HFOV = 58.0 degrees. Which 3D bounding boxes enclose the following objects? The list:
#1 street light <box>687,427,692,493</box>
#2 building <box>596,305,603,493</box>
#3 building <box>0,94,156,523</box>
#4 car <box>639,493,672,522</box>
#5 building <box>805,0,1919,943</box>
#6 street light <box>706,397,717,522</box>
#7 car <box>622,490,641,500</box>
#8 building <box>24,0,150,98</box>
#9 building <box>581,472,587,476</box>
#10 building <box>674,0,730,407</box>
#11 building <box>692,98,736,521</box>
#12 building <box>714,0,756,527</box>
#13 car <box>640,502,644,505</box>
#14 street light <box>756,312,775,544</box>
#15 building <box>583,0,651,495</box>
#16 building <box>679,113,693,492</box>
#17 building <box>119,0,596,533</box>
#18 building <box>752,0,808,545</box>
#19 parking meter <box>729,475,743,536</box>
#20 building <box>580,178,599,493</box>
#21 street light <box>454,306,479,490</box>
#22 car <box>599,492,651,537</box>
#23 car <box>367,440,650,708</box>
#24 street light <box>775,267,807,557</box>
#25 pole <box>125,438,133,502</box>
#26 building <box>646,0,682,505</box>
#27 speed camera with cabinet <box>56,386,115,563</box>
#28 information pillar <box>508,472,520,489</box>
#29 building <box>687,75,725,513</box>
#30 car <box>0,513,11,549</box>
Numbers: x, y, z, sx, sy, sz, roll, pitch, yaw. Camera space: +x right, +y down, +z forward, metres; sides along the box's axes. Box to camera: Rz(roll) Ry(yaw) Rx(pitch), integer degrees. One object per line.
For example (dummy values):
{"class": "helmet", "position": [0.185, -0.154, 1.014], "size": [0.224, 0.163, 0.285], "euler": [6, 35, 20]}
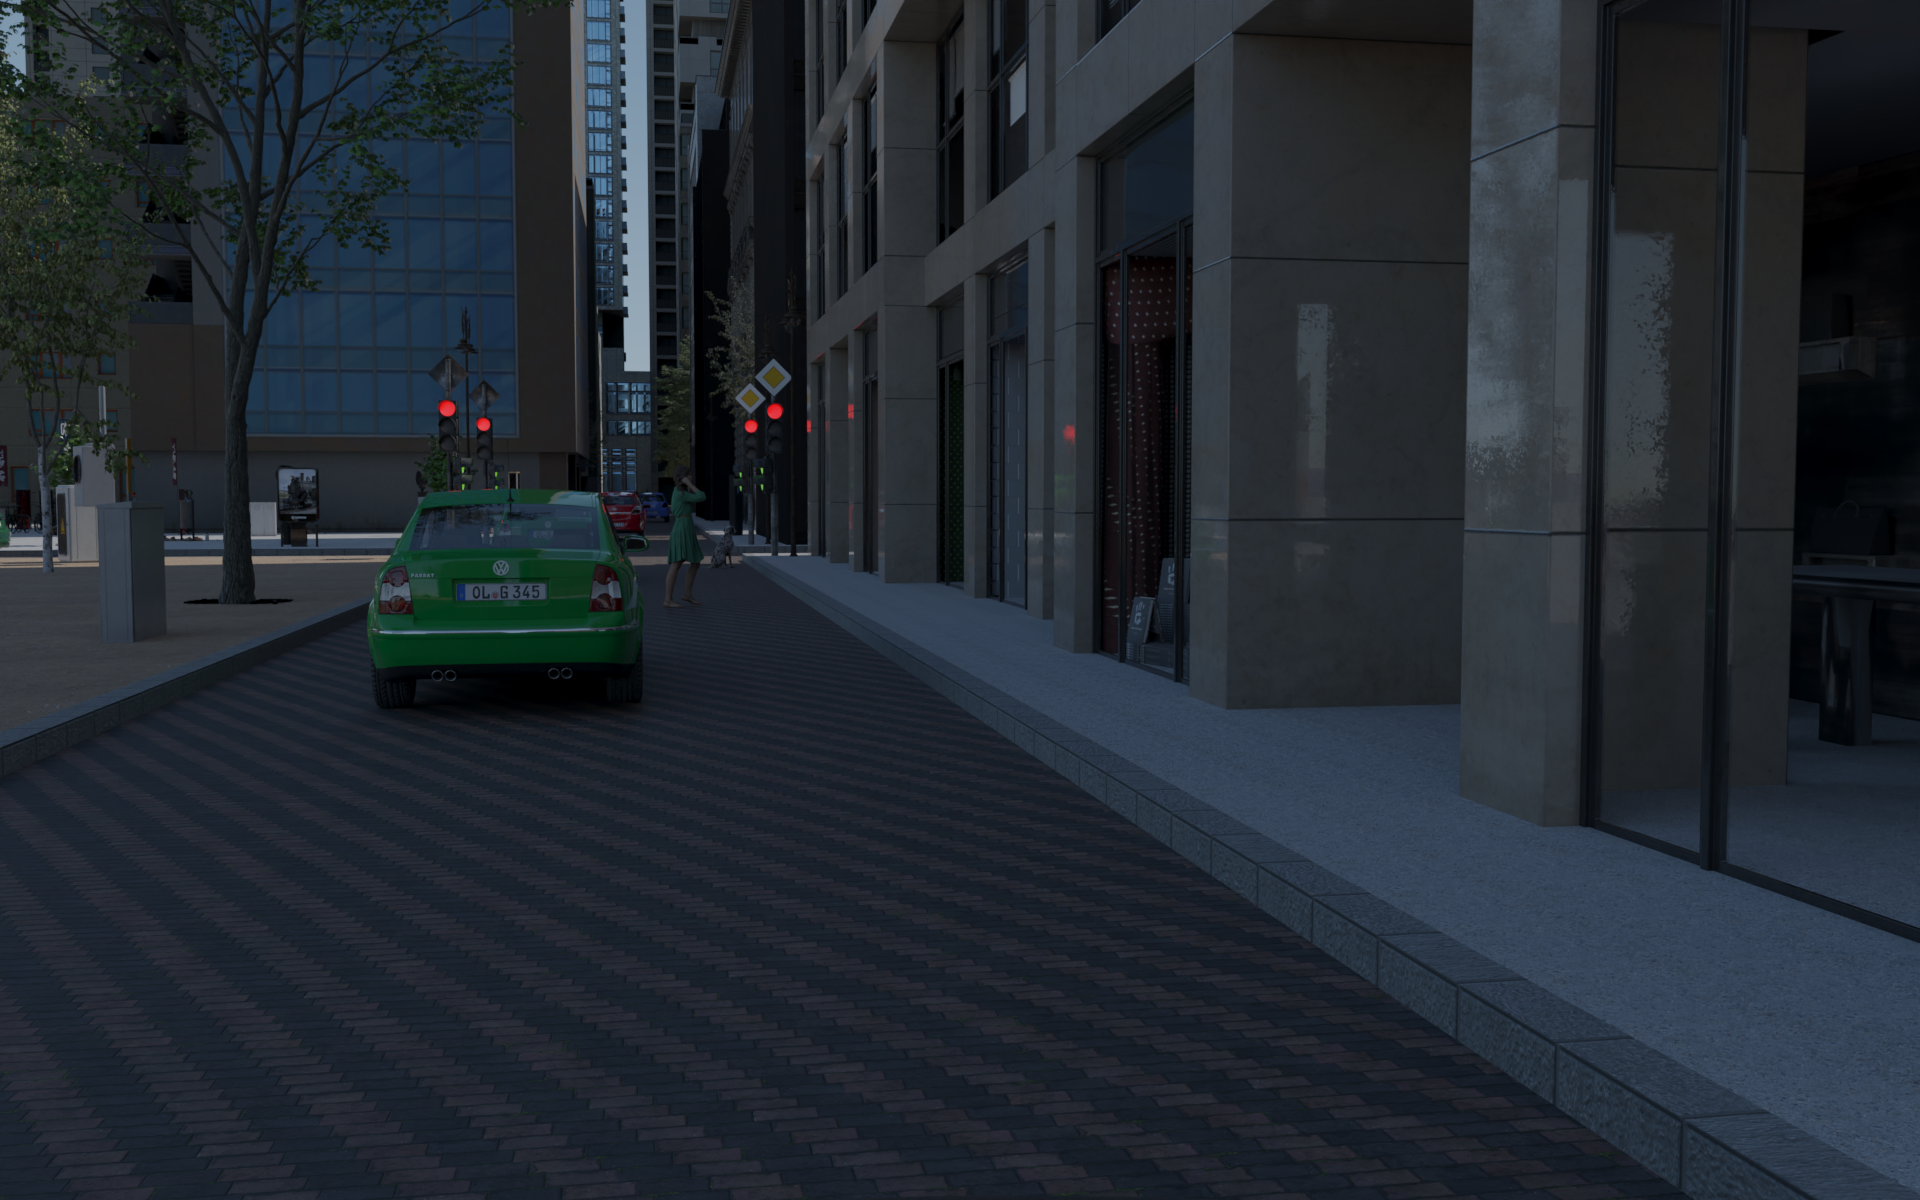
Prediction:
{"class": "street light", "position": [-18.284, -8.850, 117.482], "size": [0.468, 5.910, 1.993], "euler": [-1, 4, -10]}
{"class": "building", "position": [-51.472, -20.239, 175.951], "size": [28.899, 21.520, 27.650], "euler": [-1, 4, -10]}
{"class": "building", "position": [-34.959, -15.033, 90.834], "size": [27.650, 21.520, 28.899], "euler": [-1, 4, -10]}
{"class": "car", "position": [-15.815, -4.864, 89.119], "size": [1.945, 1.707, 3.694], "euler": [-1, 4, -9]}
{"class": "building", "position": [9.301, -13.219, 20.643], "size": [19.350, 26.468, 34.151], "euler": [-1, 4, -10]}
{"class": "street light", "position": [-11.559, -6.599, 80.684], "size": [0.468, 5.910, 1.993], "euler": [-1, 4, -10]}
{"class": "car", "position": [-31.981, -9.740, 167.917], "size": [2.281, 1.827, 5.304], "euler": [-1, 4, -8]}
{"class": "building", "position": [-92.807, -46.503, 198.569], "size": [20.611, 71.187, 20.563], "euler": [-1, 4, -10]}
{"class": "building", "position": [-39.410, -28.959, 128.102], "size": [22.147, 44.769, 28.867], "euler": [-1, 4, -10]}
{"class": "building", "position": [-11.995, -34.746, 157.334], "size": [28.713, 52.752, 27.495], "euler": [-1, 4, -10]}
{"class": "building", "position": [-7.603, -16.006, 91.375], "size": [12.332, 23.373, 15.834], "euler": [-1, 4, -10]}
{"class": "building", "position": [-4.280, -14.915, 72.740], "size": [11.050, 23.489, 19.941], "euler": [-1, 4, -10]}
{"class": "car", "position": [-15.660, -4.162, 79.845], "size": [2.131, 1.459, 4.920], "euler": [-1, 4, -11]}
{"class": "street light", "position": [-4.920, -4.372, 44.266], "size": [0.468, 5.910, 1.993], "euler": [-1, 4, -10]}
{"class": "building", "position": [-52.819, -54.589, 205.198], "size": [31.000, 86.520, 22.319], "euler": [-1, 4, -10]}
{"class": "building", "position": [-14.836, -22.268, 135.791], "size": [14.160, 30.474, 14.107], "euler": [-1, 4, -10]}
{"class": "building", "position": [-20.944, -25.234, 62.680], "size": [14.600, 45.320, 14.200], "euler": [-1, 4, -10]}
{"class": "building", "position": [2.331, -13.491, 50.250], "size": [15.834, 23.373, 12.332], "euler": [-1, 4, -10]}
{"class": "parking meter", "position": [-6.925, -2.930, 53.611], "size": [0.255, 1.863, 0.399], "euler": [3, 4, 37]}
{"class": "building", "position": [-38.943, -23.178, 150.668], "size": [14.160, 30.474, 14.107], "euler": [-1, 4, -10]}
{"class": "street light", "position": [-12.162, -4.282, 42.797], "size": [0.468, 5.910, 1.993], "euler": [-1, 4, -10]}
{"class": "car", "position": [-10.795, -2.772, 54.367], "size": [2.155, 1.783, 4.494], "euler": [-1, 4, -10]}
{"class": "car", "position": [-3.325, -0.262, 13.086], "size": [1.959, 1.807, 4.718], "euler": [-1, 4, -11]}
{"class": "street light", "position": [-3.423, -3.833, 35.454], "size": [0.468, 5.910, 1.993], "euler": [-1, 4, -10]}
{"class": "pole", "position": [-30.492, -4.265, 63.576], "size": [0.158, 3.312, 0.155], "euler": [0, 3, 0]}
{"class": "building", "position": [-27.401, -47.209, 210.116], "size": [20.611, 71.187, 20.563], "euler": [-1, 4, -10]}
{"class": "speed camera with cabinet", "position": [-16.264, -2.314, 32.165], "size": [0.660, 3.252, 2.038], "euler": [-3, 5, -39]}
{"class": "information pillar", "position": [-14.755, -3.236, 57.394], "size": [0.304, 2.012, 0.304], "euler": [0, 4, 6]}
{"class": "building", "position": [-10.683, -17.792, 108.915], "size": [12.078, 24.808, 19.932], "euler": [-1, 4, -10]}
{"class": "car", "position": [-22.989, -1.533, 36.866], "size": [4.920, 1.459, 2.131], "euler": [-1, 4, -10]}
